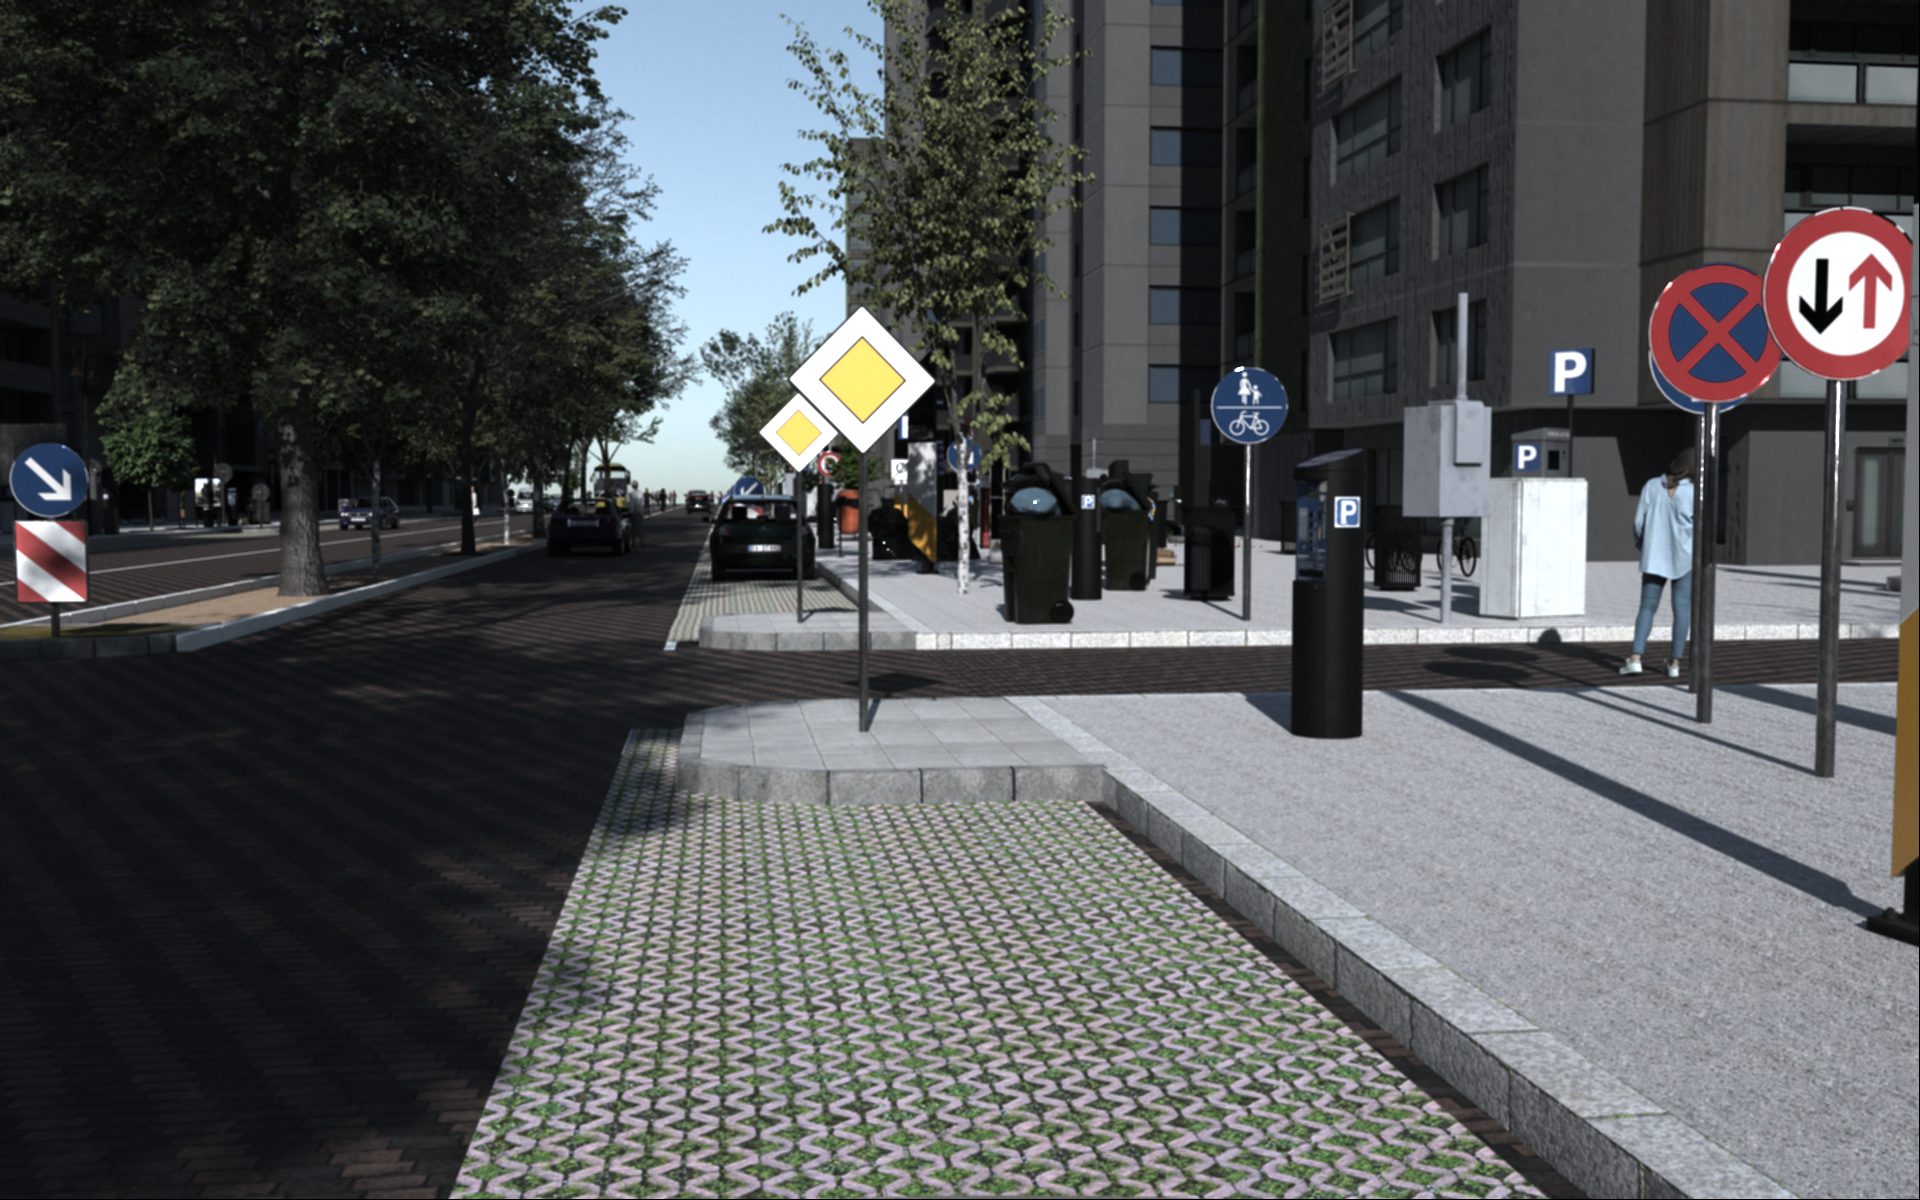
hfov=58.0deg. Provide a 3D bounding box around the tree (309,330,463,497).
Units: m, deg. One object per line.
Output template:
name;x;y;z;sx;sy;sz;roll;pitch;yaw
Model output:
tree;-33.048;-11.137;99.094;9.611;12.733;9.660;0;3;0

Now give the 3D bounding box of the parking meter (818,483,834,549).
parking meter;-3.150;-1.977;40.739;0.372;1.533;0.369;0;3;0

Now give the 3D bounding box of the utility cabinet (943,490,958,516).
utility cabinet;-0.289;-4.925;89.208;1.173;1.500;0.318;3;4;36

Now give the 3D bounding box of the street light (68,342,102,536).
street light;-26.530;-4.883;52.622;0.468;5.910;1.993;0;4;-8

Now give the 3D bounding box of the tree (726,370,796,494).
tree;-11.388;-9.593;107.207;4.360;8.622;3.978;0;3;0

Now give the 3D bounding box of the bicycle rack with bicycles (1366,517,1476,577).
bicycle rack with bicycles;6.818;-0.890;27.933;2.852;0.926;2.925;0;4;1

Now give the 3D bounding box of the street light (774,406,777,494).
street light;-9.700;-7.238;91.122;0.468;5.910;1.993;0;4;-8

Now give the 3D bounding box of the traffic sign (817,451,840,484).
traffic sign;-3.889;-3.165;51.851;0.768;2.556;0.104;0;4;-4

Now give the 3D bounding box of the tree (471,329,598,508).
tree;-41.811;-18.542;159.057;12.611;20.169;13.585;0;3;0

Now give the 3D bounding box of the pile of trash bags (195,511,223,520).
pile of trash bags;-38.611;-4.722;86.955;3.447;1.369;1.912;2;4;30

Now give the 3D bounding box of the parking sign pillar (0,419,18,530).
parking sign pillar;-33.976;-4.476;61.655;1.447;3.967;1.447;-3;5;-42

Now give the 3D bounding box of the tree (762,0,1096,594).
tree;-0.123;-4.373;21.853;4.737;8.622;4.395;0;3;0

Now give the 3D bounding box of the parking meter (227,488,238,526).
parking meter;-29.582;-3.794;70.437;0.372;1.533;0.369;0;3;0

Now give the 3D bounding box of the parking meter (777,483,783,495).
parking meter;-9.240;-5.087;88.881;0.255;1.863;0.399;-1;4;-9

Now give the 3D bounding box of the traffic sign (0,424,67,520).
traffic sign;-27.083;-3.448;50.242;2.265;3.308;0.079;0;4;-5

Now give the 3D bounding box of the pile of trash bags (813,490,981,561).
pile of trash bags;-1.212;-1.510;34.442;3.447;1.369;1.912;3;5;40

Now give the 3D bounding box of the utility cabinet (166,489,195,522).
utility cabinet;-35.892;-4.348;79.775;1.173;1.500;0.318;-2;4;-33

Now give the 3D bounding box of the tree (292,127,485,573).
tree;-10.609;-4.797;31.252;4.737;8.622;4.395;0;3;0

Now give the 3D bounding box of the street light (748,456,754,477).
street light;-19.949;-11.902;167.378;0.468;5.910;1.993;0;4;-8

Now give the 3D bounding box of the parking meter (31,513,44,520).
parking meter;-28.783;-2.959;54.091;0.399;1.863;0.255;1;4;9

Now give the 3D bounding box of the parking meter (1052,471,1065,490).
parking meter;2.386;-2.278;42.954;0.399;1.863;0.255;-1;4;-16

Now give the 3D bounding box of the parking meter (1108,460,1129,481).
parking meter;2.724;-1.475;29.836;0.255;1.863;0.399;-1;4;-14

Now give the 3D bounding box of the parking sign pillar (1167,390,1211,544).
parking sign pillar;6.171;-3.483;45.418;1.447;3.967;1.447;0;4;-7

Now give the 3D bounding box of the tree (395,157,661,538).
tree;-13.553;-8.261;55.646;7.486;12.596;7.792;0;3;0

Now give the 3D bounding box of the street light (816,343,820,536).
street light;-4.359;-4.921;53.246;0.468;5.910;1.993;0;4;-8

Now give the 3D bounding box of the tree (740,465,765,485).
tree;-22.820;-12.641;190.389;4.285;4.588;4.351;0;3;0

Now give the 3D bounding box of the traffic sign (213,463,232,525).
traffic sign;-30.081;-4.316;70.677;0.768;2.556;0.104;0;4;-5

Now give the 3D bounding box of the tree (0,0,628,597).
tree;-9.198;-7.016;23.830;9.857;13.997;8.962;0;3;0

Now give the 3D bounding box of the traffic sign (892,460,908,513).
traffic sign;-1.733;-3.007;51.298;0.606;2.300;0.079;0;3;0

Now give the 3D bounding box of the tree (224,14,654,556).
tree;-11.477;-7.776;39.963;12.009;13.543;11.850;0;3;0

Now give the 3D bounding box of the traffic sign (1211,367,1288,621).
traffic sign;2.906;-1.063;17.489;0.768;2.556;0.104;0;4;2

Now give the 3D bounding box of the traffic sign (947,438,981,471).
traffic sign;0.090;-2.391;39.206;0.768;2.556;0.104;0;4;-1

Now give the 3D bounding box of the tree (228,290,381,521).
tree;-30.811;-9.529;81.562;9.928;11.665;9.643;0;3;0

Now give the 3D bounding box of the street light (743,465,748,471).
street light;-25.814;-14.566;210.934;0.468;5.910;1.993;0;4;-8

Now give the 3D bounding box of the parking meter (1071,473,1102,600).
parking meter;1.541;-0.774;21.073;0.372;1.533;0.369;0;3;0

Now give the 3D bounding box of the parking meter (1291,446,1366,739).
parking meter;1.957;-0.049;9.206;0.372;1.533;0.369;0;3;0

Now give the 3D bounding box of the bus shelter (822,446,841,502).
bus shelter;-6.206;-5.844;86.838;1.731;3.624;6.357;0;4;-8

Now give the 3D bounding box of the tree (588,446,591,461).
tree;-50.700;-16.986;228.088;4.360;8.622;3.978;0;3;0

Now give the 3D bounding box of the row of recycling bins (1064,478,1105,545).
row of recycling bins;2.558;-2.336;45.313;1.069;1.692;3.534;-3;4;-38

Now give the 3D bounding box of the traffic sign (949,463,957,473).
traffic sign;0.084;-2.769;45.386;0.768;2.556;0.104;0;4;2

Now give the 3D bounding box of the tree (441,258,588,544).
tree;-12.740;-5.849;48.447;4.360;8.622;3.978;0;3;0

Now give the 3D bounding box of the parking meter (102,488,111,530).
parking meter;-30.892;-3.318;62.666;0.372;1.533;0.369;0;3;0

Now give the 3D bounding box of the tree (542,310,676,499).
tree;-17.575;-9.632;85.693;9.928;11.665;9.643;0;3;0

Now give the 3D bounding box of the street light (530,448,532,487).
street light;-42.869;-12.244;172.975;0.468;5.910;1.993;0;4;-8

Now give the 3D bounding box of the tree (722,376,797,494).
tree;-17.056;-13.988;154.454;9.928;11.665;9.643;0;3;0

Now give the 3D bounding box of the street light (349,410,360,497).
street light;-31.730;-7.229;90.980;0.468;5.910;1.993;0;4;-8

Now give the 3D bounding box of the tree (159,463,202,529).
tree;-28.387;-4.190;63.115;1.663;3.219;1.824;0;3;0

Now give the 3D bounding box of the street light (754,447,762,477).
street light;-14.912;-9.582;129.461;0.468;5.910;1.993;0;4;-8

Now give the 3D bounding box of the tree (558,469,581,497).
tree;-48.691;-14.184;215.625;4.285;4.588;4.351;0;3;0

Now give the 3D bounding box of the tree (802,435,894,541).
tree;-3.030;-3.245;47.663;1.663;3.219;1.824;0;3;0

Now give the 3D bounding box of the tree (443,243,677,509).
tree;-14.653;-7.759;63.725;8.767;10.594;7.601;0;4;-8

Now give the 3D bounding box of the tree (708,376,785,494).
tree;-15.258;-12.344;136.233;8.767;10.594;7.601;-3;4;-36

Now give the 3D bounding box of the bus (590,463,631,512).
bus;-27.894;-9.023;139.077;2.896;3.916;12.252;-1;4;-9

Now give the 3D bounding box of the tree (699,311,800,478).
tree;-19.591;-19.700;177.991;12.611;20.169;13.585;0;3;0

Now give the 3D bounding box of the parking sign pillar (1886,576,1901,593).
parking sign pillar;12.937;-2.084;22.541;1.447;3.967;1.447;1;4;9

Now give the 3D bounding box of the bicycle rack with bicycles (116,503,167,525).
bicycle rack with bicycles;-34.844;-3.619;72.555;2.925;0.926;2.852;-2;4;-26

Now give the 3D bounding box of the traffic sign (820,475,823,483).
traffic sign;-7.099;-5.581;91.348;0.768;2.556;0.104;0;4;-1

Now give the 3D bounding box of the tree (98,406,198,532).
tree;-27.582;-4.608;59.055;4.285;4.588;4.351;0;3;0
